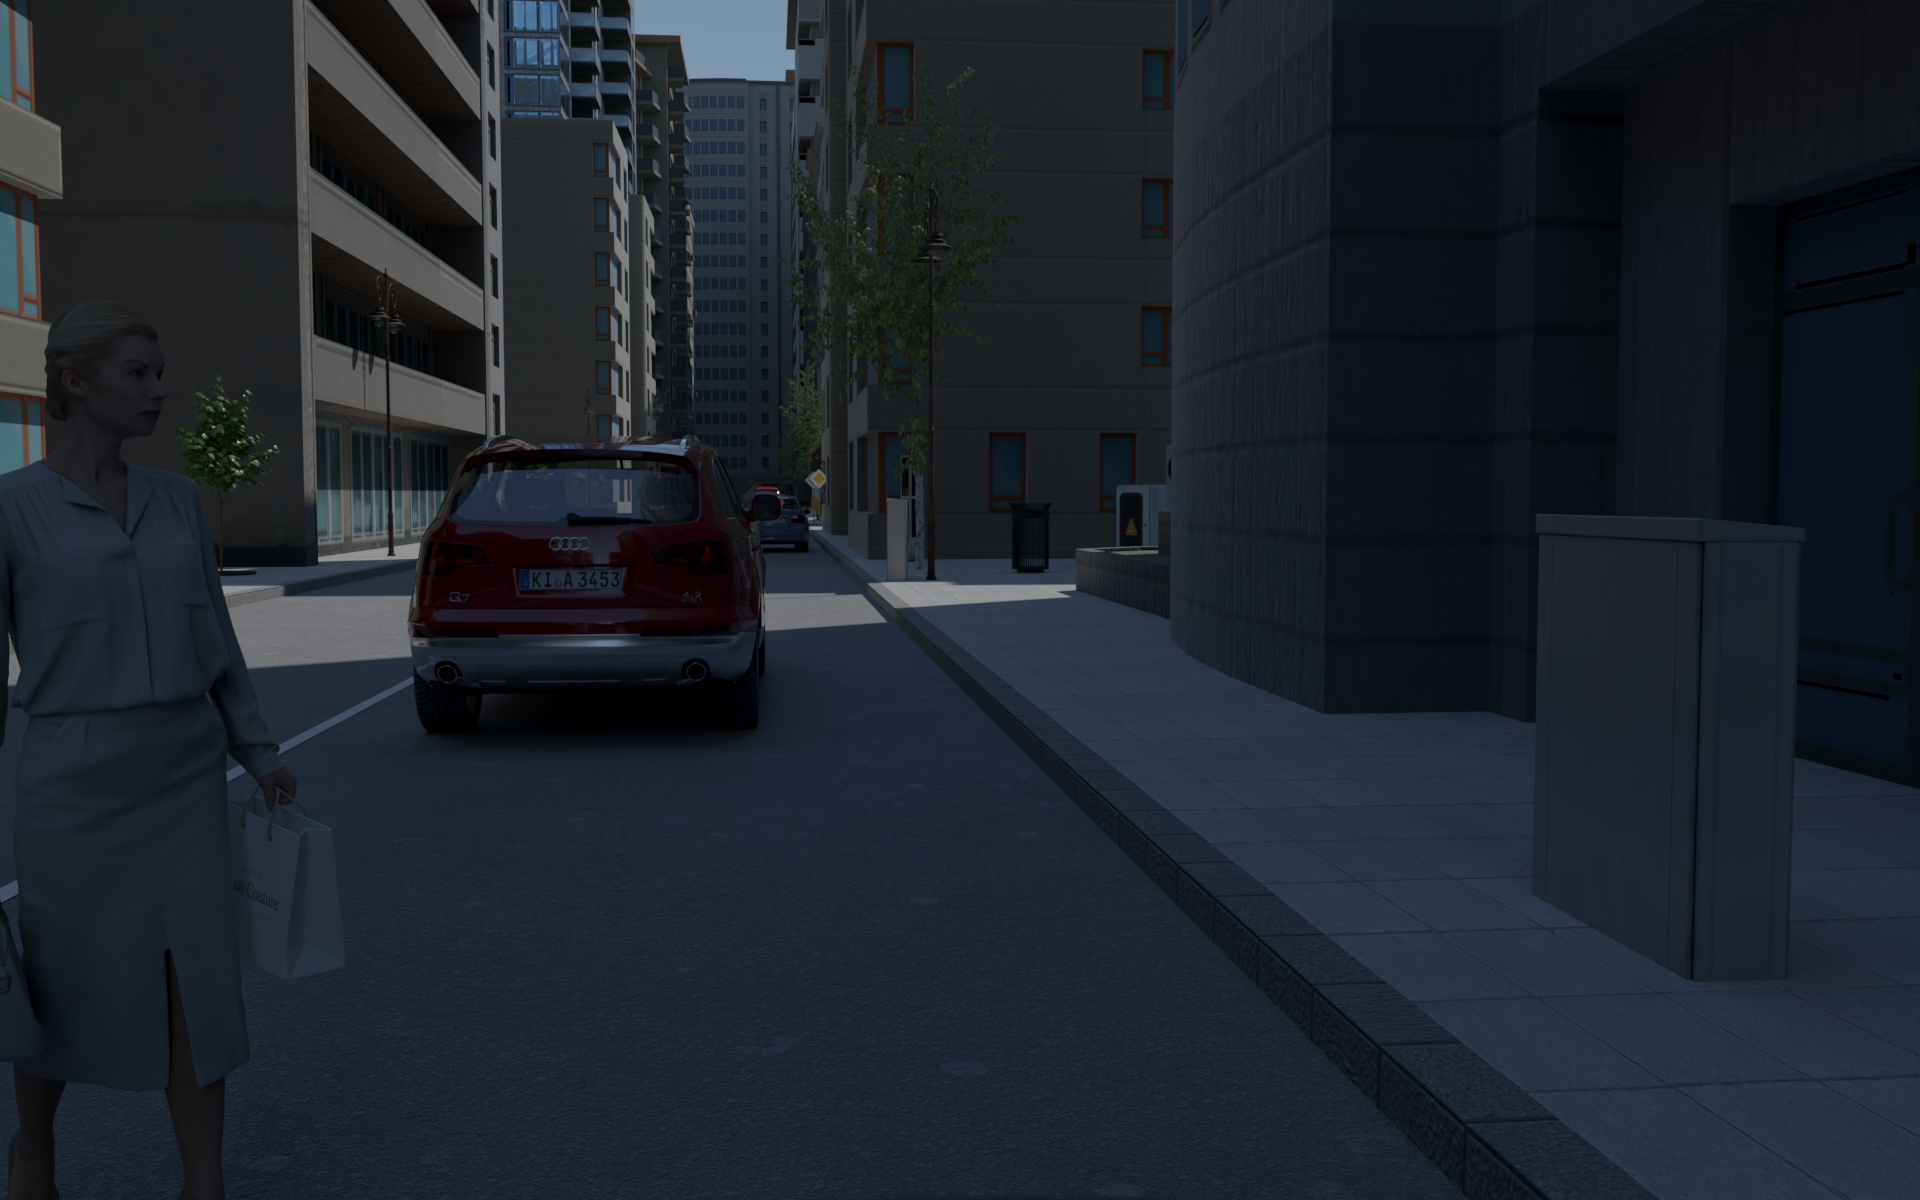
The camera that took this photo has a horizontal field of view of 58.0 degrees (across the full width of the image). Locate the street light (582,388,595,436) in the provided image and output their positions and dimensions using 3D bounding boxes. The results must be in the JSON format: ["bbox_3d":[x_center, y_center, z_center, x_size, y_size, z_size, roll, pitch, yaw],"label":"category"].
[{"bbox_3d":[-16.182,-6.286,75.564,0.468,5.910,1.993,0,4,-6],"label":"street light"}]

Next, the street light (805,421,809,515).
[{"bbox_3d":[-9.489,-8.247,107.623,0.468,5.910,1.993,0,4,-6],"label":"street light"}]

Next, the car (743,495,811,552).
[{"bbox_3d":[-4.777,-1.957,44.004,2.014,1.417,4.499,0,4,-8],"label":"car"}]

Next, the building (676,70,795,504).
[{"bbox_3d":[-31.468,-42.875,243.007,28.212,58.520,21.231,0,4,-6],"label":"building"}]

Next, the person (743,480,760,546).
[{"bbox_3d":[-4.842,-1.934,40.668,0.362,1.759,0.519,-3,5,-41],"label":"person"}]

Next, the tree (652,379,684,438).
[{"bbox_3d":[-20.325,-9.873,111.780,4.360,8.622,3.978,0,3,0],"label":"tree"}]

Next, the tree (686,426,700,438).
[{"bbox_3d":[-29.398,-14.338,184.791,4.360,8.622,3.978,0,3,0],"label":"tree"}]

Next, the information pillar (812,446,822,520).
[{"bbox_3d":[-7.006,-5.712,84.746,0.504,3.616,0.183,2,4,29],"label":"information pillar"}]

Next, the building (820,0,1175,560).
[{"bbox_3d":[10.354,-12.479,49.070,27.650,21.520,28.899,0,4,-6],"label":"building"}]

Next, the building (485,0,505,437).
[{"bbox_3d":[-23.605,-17.635,60.028,14.107,30.474,14.160,0,4,-6],"label":"building"}]

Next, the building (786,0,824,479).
[{"bbox_3d":[-3.209,-36.023,178.217,28.713,52.752,27.495,0,4,-6],"label":"building"}]

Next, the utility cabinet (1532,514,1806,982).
[{"bbox_3d":[2.022,0.375,5.037,0.306,1.237,1.020,0,4,-5],"label":"utility cabinet"}]

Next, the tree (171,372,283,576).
[{"bbox_3d":[-11.622,-2.012,27.506,1.663,3.219,1.824,0,3,0],"label":"tree"}]

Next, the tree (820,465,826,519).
[{"bbox_3d":[-6.724,-5.833,89.967,1.663,3.219,1.824,0,3,0],"label":"tree"}]

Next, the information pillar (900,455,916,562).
[{"bbox_3d":[-0.924,-1.745,33.028,0.304,2.012,0.304,-3,5,-39],"label":"information pillar"}]

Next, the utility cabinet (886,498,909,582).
[{"bbox_3d":[-0.921,-0.897,25.834,0.306,1.237,1.020,0,4,0],"label":"utility cabinet"}]

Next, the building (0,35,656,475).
[{"bbox_3d":[-31.350,-15.178,93.207,27.650,21.520,28.899,0,4,-6],"label":"building"}]

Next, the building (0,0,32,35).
[{"bbox_3d":[-23.487,-9.825,5.674,27.650,21.520,28.899,0,4,-6],"label":"building"}]

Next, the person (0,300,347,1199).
[{"bbox_3d":[-1.562,0.343,3.240,0.694,1.780,0.624,-3,4,-38],"label":"person"}]

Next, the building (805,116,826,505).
[{"bbox_3d":[-3.052,-20.122,116.388,14.401,28.519,23.554,0,4,-6],"label":"building"}]

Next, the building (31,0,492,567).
[{"bbox_3d":[-23.255,-25.355,38.264,21.300,48.544,21.600,0,4,-6],"label":"building"}]

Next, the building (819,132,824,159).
[{"bbox_3d":[4.094,-15.081,82.728,21.152,22.565,11.583,0,4,-6],"label":"building"}]

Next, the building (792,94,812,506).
[{"bbox_3d":[-8.718,-35.404,202.552,21.300,48.544,21.600,0,4,-6],"label":"building"}]

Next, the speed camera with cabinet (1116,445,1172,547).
[{"bbox_3d":[3.653,-2.247,31.071,0.660,3.252,2.038,-2,4,-34],"label":"speed camera with cabinet"}]

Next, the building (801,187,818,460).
[{"bbox_3d":[-5.404,-21.194,140.036,14.314,27.812,24.014,0,4,-6],"label":"building"}]

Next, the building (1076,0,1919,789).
[{"bbox_3d":[12.328,-28.713,11.449,21.231,58.520,28.212,0,4,-6],"label":"building"}]

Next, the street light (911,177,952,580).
[{"bbox_3d":[-0.429,-3.234,25.664,0.468,5.910,1.993,0,4,-6],"label":"street light"}]

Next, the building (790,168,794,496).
[{"bbox_3d":[-14.442,-32.813,220.090,14.154,41.232,14.086,0,4,-6],"label":"building"}]

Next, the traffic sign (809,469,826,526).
[{"bbox_3d":[-5.574,-3.967,68.508,0.795,2.450,0.064,0,4,-6],"label":"traffic sign"}]

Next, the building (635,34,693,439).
[{"bbox_3d":[-36.686,-31.071,162.633,22.147,44.769,28.867,0,4,-6],"label":"building"}]

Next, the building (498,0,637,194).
[{"bbox_3d":[-34.521,-49.927,128.983,22.319,86.520,31.000,0,4,-6],"label":"building"}]

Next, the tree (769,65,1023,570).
[{"bbox_3d":[-0.908,-4.817,29.112,4.737,8.622,4.395,0,3,0],"label":"tree"}]

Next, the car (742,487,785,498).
[{"bbox_3d":[-10.258,-5.007,90.538,2.281,1.827,5.304,0,4,-8],"label":"car"}]

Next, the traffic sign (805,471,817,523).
[{"bbox_3d":[-6.453,-4.453,76.445,0.795,2.450,0.064,0,4,-6],"label":"traffic sign"}]

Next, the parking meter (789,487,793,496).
[{"bbox_3d":[-14.251,-8.595,146.235,0.255,1.863,0.399,-1,4,-12],"label":"parking meter"}]

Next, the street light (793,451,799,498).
[{"bbox_3d":[-14.230,-10.864,150.411,0.468,5.910,1.993,0,4,-6],"label":"street light"}]

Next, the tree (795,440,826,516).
[{"bbox_3d":[-7.961,-7.178,101.067,4.285,4.588,4.351,0,3,0],"label":"tree"}]

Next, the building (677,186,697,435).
[{"bbox_3d":[-44.003,-31.583,208.271,23.993,40.220,32.217,0,4,-6],"label":"building"}]

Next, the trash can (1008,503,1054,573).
[{"bbox_3d":[1.148,-1.013,28.213,0.748,1.137,0.748,0,3,0],"label":"trash can"}]

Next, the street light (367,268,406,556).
[{"bbox_3d":[-11.753,-3.843,35.614,0.468,5.910,1.993,0,4,-6],"label":"street light"}]

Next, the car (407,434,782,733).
[{"bbox_3d":[-2.383,-0.204,12.016,2.281,1.827,5.304,0,4,-6],"label":"car"}]
